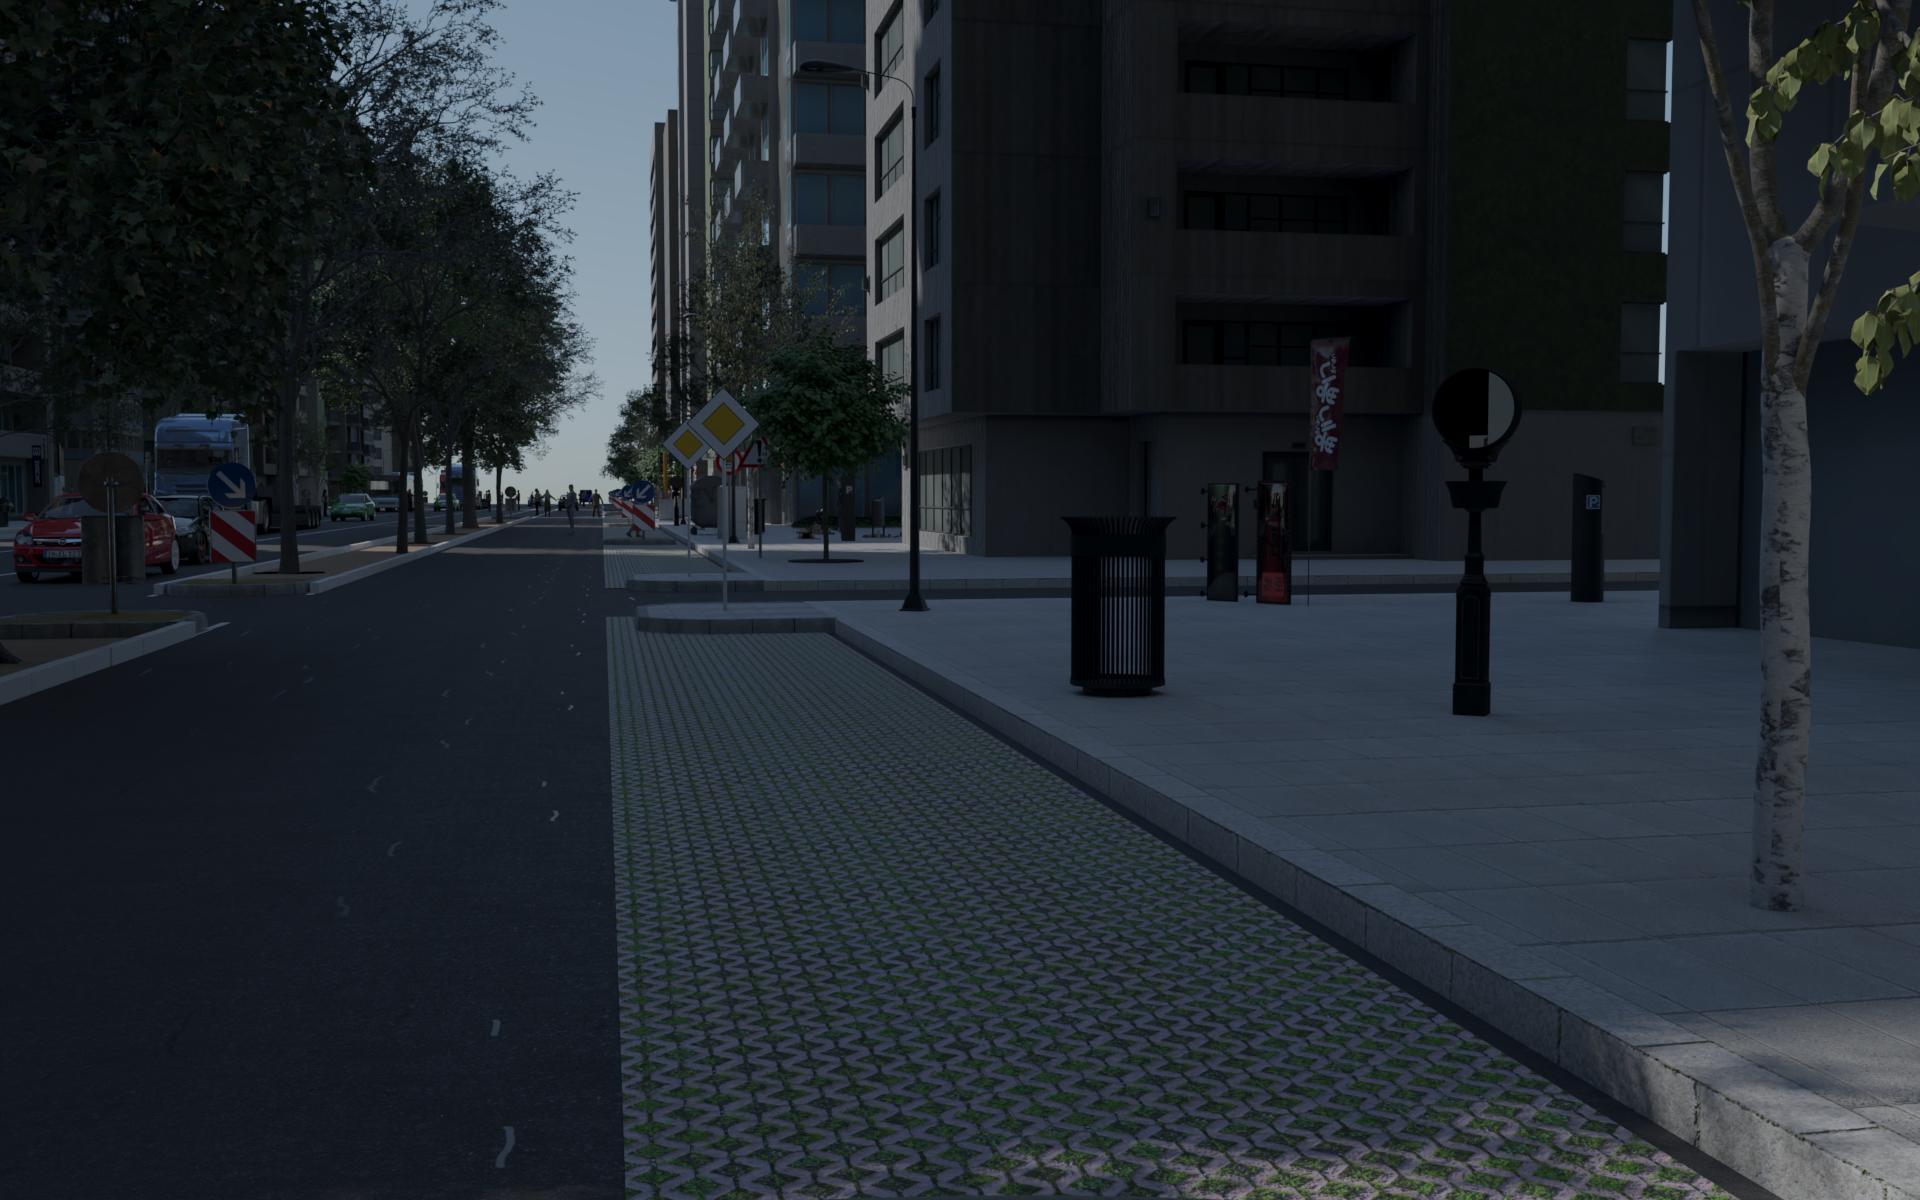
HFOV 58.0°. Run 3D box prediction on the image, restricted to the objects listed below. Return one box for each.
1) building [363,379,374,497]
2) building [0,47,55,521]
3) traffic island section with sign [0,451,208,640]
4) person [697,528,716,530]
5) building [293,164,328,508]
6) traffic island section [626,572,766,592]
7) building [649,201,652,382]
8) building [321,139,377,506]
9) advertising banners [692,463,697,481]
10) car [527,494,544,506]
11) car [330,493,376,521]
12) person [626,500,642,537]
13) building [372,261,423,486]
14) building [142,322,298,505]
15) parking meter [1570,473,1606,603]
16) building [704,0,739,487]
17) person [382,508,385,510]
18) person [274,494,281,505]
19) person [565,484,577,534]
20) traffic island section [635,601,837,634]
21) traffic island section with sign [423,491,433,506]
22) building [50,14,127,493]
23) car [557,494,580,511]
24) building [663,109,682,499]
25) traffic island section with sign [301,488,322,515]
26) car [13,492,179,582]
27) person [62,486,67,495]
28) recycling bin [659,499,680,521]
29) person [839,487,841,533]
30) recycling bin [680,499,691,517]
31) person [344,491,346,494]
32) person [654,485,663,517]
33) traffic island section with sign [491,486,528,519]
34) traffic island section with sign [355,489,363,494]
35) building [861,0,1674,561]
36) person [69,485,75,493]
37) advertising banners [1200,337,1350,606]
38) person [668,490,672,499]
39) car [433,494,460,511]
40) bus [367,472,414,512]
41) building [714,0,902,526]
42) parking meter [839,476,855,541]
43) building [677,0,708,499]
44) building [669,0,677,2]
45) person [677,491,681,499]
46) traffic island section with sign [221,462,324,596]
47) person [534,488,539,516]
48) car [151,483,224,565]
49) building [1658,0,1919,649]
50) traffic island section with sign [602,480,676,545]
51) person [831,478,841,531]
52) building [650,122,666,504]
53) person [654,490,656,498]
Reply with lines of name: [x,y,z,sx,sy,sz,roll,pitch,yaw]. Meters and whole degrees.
building: [-87.411,-32.131,217.219,32.217,40.220,23.993,-1,4,-12]
building: [-52.993,-27.400,71.695,21.300,48.544,21.600,-1,4,-12]
traffic island section with sign: [-8.963,-0.601,17.967,2.006,1.907,1.989,-1,4,-12]
person: [-9.005,-3.414,61.703,0.795,1.843,0.661,0,4,-5]
building: [-64.886,-28.739,153.477,14.154,41.232,14.086,-1,4,-12]
traffic island section: [-4.155,-0.280,26.866,2.009,0.180,2.903,-1,4,-12]
building: [-32.176,-38.212,244.371,23.786,49.044,30.456,-1,4,-12]
building: [-77.385,-32.838,191.531,22.147,44.769,28.867,-1,4,-12]
advertising banners: [-10.961,-4.752,73.882,0.090,3.025,2.074,-3,4,-36]
car: [-49.996,-11.758,204.250,2.014,1.417,4.499,-1,4,-10]
car: [-32.321,-5.103,92.225,1.959,1.807,4.718,-1,4,-10]
person: [-10.583,-2.966,57.121,0.853,1.813,0.709,-2,4,-33]
building: [-82.028,-33.890,237.701,14.154,41.232,14.086,-1,4,-12]
building: [-62.145,-22.482,139.275,14.160,30.474,14.107,-1,4,-12]
parking meter: [7.479,-0.746,20.612,0.372,1.533,0.369,0,3,0]
building: [-9.421,-26.179,111.615,14.154,41.232,14.086,-1,4,-12]
person: [-52.455,-9.074,157.586,1.217,1.735,0.721,-1,4,-17]
person: [-43.995,-6.321,112.527,1.217,1.739,0.721,0,4,-3]
person: [-14.115,-3.289,62.557,0.520,1.790,0.573,2,4,29]
traffic island section: [-2.538,0.198,19.045,2.009,0.180,2.903,-1,4,-12]
traffic island section with sign: [-62.142,-11.789,201.382,1.989,1.847,2.006,-1,4,-12]
building: [-63.881,-25.168,103.384,32.217,40.220,23.993,-1,4,-12]
car: [-33.941,-8.585,150.158,2.009,1.686,4.222,-1,4,-11]
building: [-26.615,-33.567,198.933,14.600,45.320,14.200,-1,4,-12]
traffic island section with sign: [-45.320,-6.813,120.012,1.989,1.847,2.006,-1,4,-12]
car: [-14.736,-1.262,29.675,2.155,1.783,4.494,-1,4,-12]
person: [-31.091,-3.099,60.175,0.512,1.701,0.522,-3,4,-38]
recycling bin: [-14.209,-4.384,84.229,0.722,1.027,0.722,0,4,4]
person: [-3.790,-3.165,57.596,0.447,1.846,0.655,-2,4,-27]
recycling bin: [-15.651,-5.235,98.140,0.722,1.027,0.722,0,4,8]
person: [-49.933,-8.022,140.582,0.530,1.710,0.541,0,4,-1]
person: [-16.993,-5.558,97.258,0.599,1.781,0.374,-1,4,-15]
traffic island section with sign: [-25.677,-5.546,98.809,2.006,1.907,1.989,-1,4,-12]
traffic island section with sign: [-50.781,-8.427,146.411,1.989,1.847,2.006,-1,4,-12]
building: [5.717,-16.324,38.599,14.107,30.474,14.160,-1,4,-12]
person: [-48.364,-5.398,94.482,0.419,1.800,0.721,-2,4,-33]
advertising banners: [3.633,-1.463,20.112,0.090,3.025,2.074,-3,5,-43]
person: [-16.560,-5.624,98.012,0.555,1.821,0.388,2,4,24]
car: [-42.872,-8.307,144.610,1.959,1.807,4.718,-1,4,-10]
bus: [-46.548,-9.048,142.796,2.948,3.499,13.247,-1,4,-11]
building: [0.141,-28.244,81.402,23.786,49.044,30.456,-1,4,-12]
parking meter: [-3.068,-2.539,47.219,0.399,1.863,0.255,-1,4,-19]
building: [-11.024,-36.139,132.875,21.231,58.520,28.212,-1,4,-12]
building: [-11.763,-34.988,161.286,28.713,52.752,27.495,-1,4,-12]
person: [-19.240,-6.820,118.260,0.721,1.736,1.217,0,4,-4]
traffic island section with sign: [-10.454,-1.045,25.223,2.006,1.907,1.989,-1,4,-12]
person: [-27.869,-6.446,113.894,0.705,1.823,1.348,-1,4,-14]
car: [-16.455,-1.619,36.258,2.009,1.686,4.222,-1,4,-10]
building: [20.039,-25.448,5.322,28.713,52.752,27.495,-1,4,-12]
traffic island section with sign: [-9.122,-2.483,49.226,1.989,1.847,2.006,-1,4,-12]
person: [-4.131,-3.311,59.955,0.755,1.850,0.659,0,4,-6]
building: [-27.643,-36.320,217.528,21.300,48.544,21.600,-1,4,-12]
person: [-34.627,-11.648,197.177,0.721,1.739,1.217,0,4,-4]
